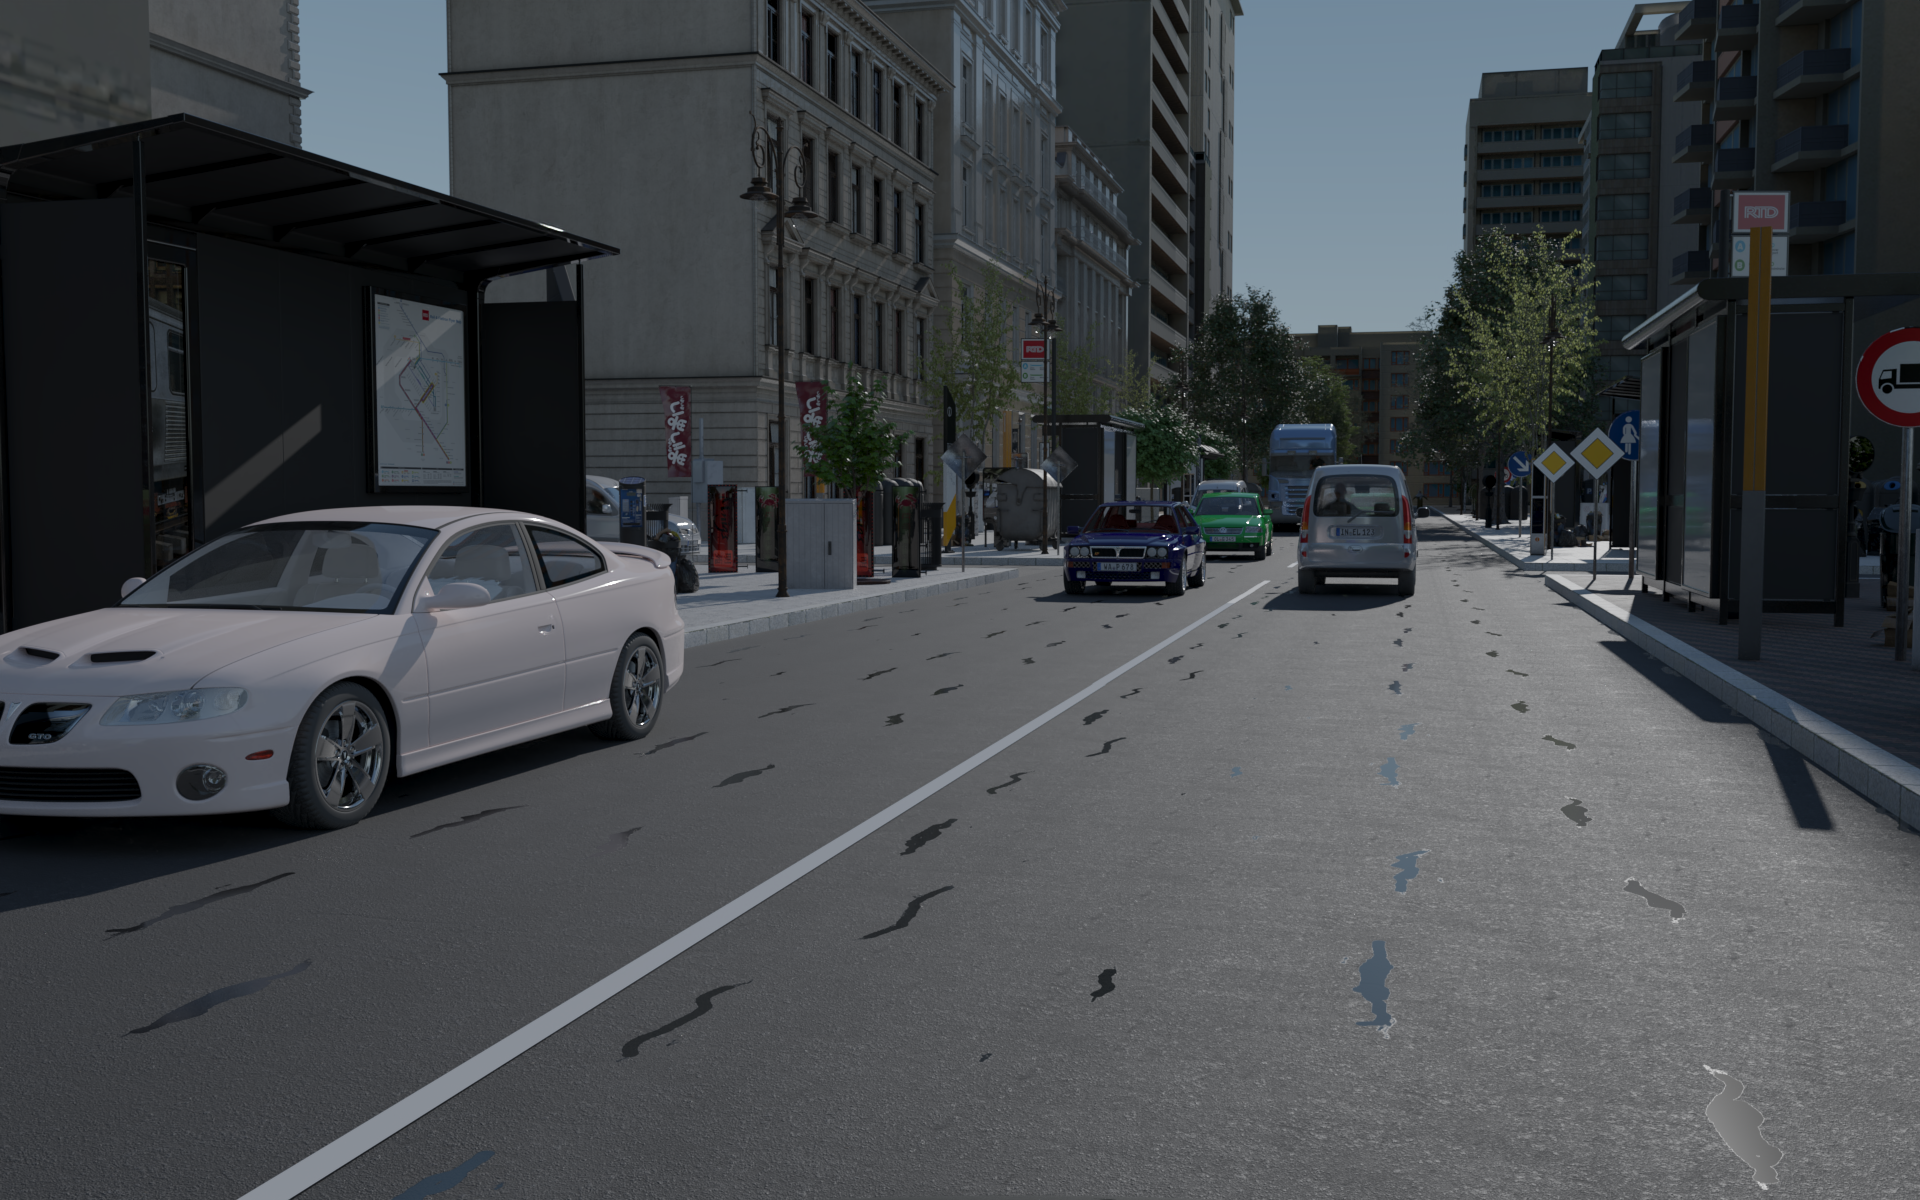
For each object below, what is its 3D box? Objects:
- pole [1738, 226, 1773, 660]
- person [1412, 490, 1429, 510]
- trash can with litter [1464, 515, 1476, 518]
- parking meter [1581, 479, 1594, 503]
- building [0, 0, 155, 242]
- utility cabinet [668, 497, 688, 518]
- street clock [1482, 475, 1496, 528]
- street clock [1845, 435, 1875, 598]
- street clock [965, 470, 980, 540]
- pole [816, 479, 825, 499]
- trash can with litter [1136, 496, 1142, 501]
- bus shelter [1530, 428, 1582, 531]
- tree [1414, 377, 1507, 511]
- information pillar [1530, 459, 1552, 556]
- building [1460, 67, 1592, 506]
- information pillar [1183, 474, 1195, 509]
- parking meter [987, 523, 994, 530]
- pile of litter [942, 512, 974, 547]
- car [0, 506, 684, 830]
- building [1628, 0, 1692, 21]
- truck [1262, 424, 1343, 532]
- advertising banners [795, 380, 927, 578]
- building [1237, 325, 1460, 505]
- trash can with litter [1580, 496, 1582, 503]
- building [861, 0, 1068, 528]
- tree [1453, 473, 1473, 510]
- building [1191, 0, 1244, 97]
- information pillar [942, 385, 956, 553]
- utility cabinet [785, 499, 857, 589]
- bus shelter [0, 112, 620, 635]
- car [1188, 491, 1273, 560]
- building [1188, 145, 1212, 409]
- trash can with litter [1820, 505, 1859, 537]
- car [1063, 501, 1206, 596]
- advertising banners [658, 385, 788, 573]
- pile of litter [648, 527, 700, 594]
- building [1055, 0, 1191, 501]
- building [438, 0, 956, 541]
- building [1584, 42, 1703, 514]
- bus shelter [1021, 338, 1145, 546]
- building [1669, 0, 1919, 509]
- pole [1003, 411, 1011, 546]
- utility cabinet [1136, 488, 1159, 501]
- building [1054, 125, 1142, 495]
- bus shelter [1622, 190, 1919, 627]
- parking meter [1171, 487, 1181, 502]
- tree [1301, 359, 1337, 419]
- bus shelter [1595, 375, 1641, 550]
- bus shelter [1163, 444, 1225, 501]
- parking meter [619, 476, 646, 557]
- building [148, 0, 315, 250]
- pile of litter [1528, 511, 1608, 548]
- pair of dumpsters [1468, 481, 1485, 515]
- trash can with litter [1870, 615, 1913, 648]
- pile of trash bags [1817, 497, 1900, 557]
[{"bbox_3d":[6.131,-1.193,13.349,0.158,3.312,0.155,0,3,0],"label":"pole"},{"bbox_3d":[33.453,-7.133,125.855,1.217,1.736,0.721,0,4,-4],"label":"person"},{"bbox_3d":[28.302,-5.037,93.413,1.678,1.210,2.233,-3,4,-38],"label":"trash can with litter"},{"bbox_3d":[23.970,-3.700,66.212,0.399,1.863,0.255,-1,4,-9],"label":"parking meter"},{"bbox_3d":[-23.392,-23.863,13.859,21.600,48.544,21.300,1,4,14],"label":"building"},{"bbox_3d":[-6.941,-1.926,42.650,0.306,1.237,1.020,0,4,2],"label":"utility cabinet"},{"bbox_3d":[19.994,-3.725,65.476,0.471,2.002,0.358,-1,4,-15],"label":"street clock"},{"bbox_3d":[11.022,-1.032,21.441,0.471,2.002,0.358,-1,4,-12],"label":"street clock"},{"bbox_3d":[0.302,-2.708,48.853,0.471,2.002,0.358,2,4,32],"label":"street clock"},{"bbox_3d":[-3.207,-2.812,39.814,0.158,3.312,0.155,0,3,0],"label":"pole"},{"bbox_3d":[7.205,-3.793,73.072,1.678,1.210,2.233,1,4,11],"label":"trash can with litter"},{"bbox_3d":[21.726,-4.430,63.713,1.731,3.624,6.357,1,4,14],"label":"bus shelter"},{"bbox_3d":[39.579,-12.812,135.234,9.928,11.665,9.643,0,3,0],"label":"tree"},{"bbox_3d":[12.107,-1.939,36.201,0.304,2.012,0.304,2,4,28],"label":"information pillar"},{"bbox_3d":[69.291,-35.291,200.709,21.600,48.544,21.300,1,4,14],"label":"building"},{"bbox_3d":[8.242,-3.542,62.396,0.304,2.012,0.304,2,4,34],"label":"information pillar"},{"bbox_3d":[1.133,-3.256,61.639,0.372,1.533,0.369,0,3,0],"label":"parking meter"},{"bbox_3d":[-0.190,-1.760,42.747,1.176,0.858,1.719,1,4,12],"label":"pile of litter"},{"bbox_3d":[-3.098,0.201,9.076,2.083,1.381,4.827,1,4,16],"label":"car"},{"bbox_3d":[62.247,-26.835,130.636,32.217,40.220,23.993,1,4,14],"label":"building"},{"bbox_3d":[14.569,-5.055,72.411,2.967,4.110,18.799,1,4,13],"label":"truck"},{"bbox_3d":[-1.533,-1.862,26.624,2.074,3.025,0.090,1,4,11],"label":"advertising banners"},{"bbox_3d":[45.954,-22.452,212.124,28.899,21.520,27.650,1,4,14],"label":"building"},{"bbox_3d":[35.742,-5.378,98.992,2.233,1.210,1.678,-1,4,-10],"label":"trash can with litter"},{"bbox_3d":[-3.825,-17.695,75.221,13.634,28.700,20.117,1,4,14],"label":"building"},{"bbox_3d":[41.565,-9.049,142.546,1.663,3.219,1.824,0,3,0],"label":"tree"},{"bbox_3d":[11.858,-35.299,166.380,27.495,52.752,28.713,1,4,14],"label":"building"},{"bbox_3d":[-0.230,-2.824,37.534,0.183,3.616,0.504,2,4,24],"label":"information pillar"},{"bbox_3d":[-1.929,-0.754,23.492,1.020,1.237,0.306,0,4,7],"label":"utility cabinet"},{"bbox_3d":[-4.849,-1.386,13.937,1.731,3.624,6.357,1,4,14],"label":"bus shelter"},{"bbox_3d":[6.112,-1.859,39.190,1.959,1.807,4.718,1,4,13],"label":"car"},{"bbox_3d":[12.686,-22.629,141.691,14.160,30.474,14.107,1,4,14],"label":"building"},{"bbox_3d":[12.516,-0.826,24.890,0.624,1.170,1.055,1,4,19],"label":"trash can with litter"},{"bbox_3d":[2.648,-0.810,25.822,1.945,1.354,3.894,1,4,14],"label":"car"},{"bbox_3d":[-3.832,-1.954,28.139,2.074,3.025,0.090,-1,4,-12],"label":"advertising banners"},{"bbox_3d":[-4.024,-0.505,22.225,1.176,0.858,1.719,3,4,36],"label":"pile of litter"},{"bbox_3d":[4.584,-30.640,124.673,21.300,48.544,21.600,1,4,14],"label":"building"},{"bbox_3d":[-7.672,-11.717,56.196,10.561,19.102,19.286,1,4,14],"label":"building"},{"bbox_3d":[48.744,-20.968,114.527,14.160,30.474,14.107,1,4,14],"label":"building"},{"bbox_3d":[3.287,-4.246,47.055,2.179,5.291,8.768,1,4,15],"label":"bus shelter"},{"bbox_3d":[44.725,-25.876,77.693,22.147,44.769,28.867,1,4,14],"label":"building"},{"bbox_3d":[1.156,-2.974,42.474,0.158,3.312,0.155,0,3,0],"label":"pole"},{"bbox_3d":[6.574,-3.292,62.500,1.173,1.500,0.318,1,4,23],"label":"utility cabinet"},{"bbox_3d":[1.831,-15.650,97.673,13.314,21.916,24.055,1,4,14],"label":"building"},{"bbox_3d":[9.268,-2.638,20.759,2.179,5.291,8.768,1,4,14],"label":"bus shelter"},{"bbox_3d":[7.940,-3.372,63.538,0.372,1.533,0.369,0,3,0],"label":"parking meter"},{"bbox_3d":[32.213,-14.893,153.868,12.009,13.543,11.850,0,3,0],"label":"tree"},{"bbox_3d":[14.761,-2.796,37.004,1.731,3.624,6.357,1,4,15],"label":"bus shelter"},{"bbox_3d":[9.097,-4.534,68.049,2.014,3.302,5.546,1,4,14],"label":"bus shelter"},{"bbox_3d":[-4.608,-0.977,24.393,0.372,1.533,0.369,0,3,0],"label":"parking meter"},{"bbox_3d":[-33.084,-14.010,57.945,19.941,23.489,11.050,1,4,14],"label":"building"},{"bbox_3d":[14.687,-1.732,42.280,1.176,0.858,1.719,-1,4,-19],"label":"pile of litter"},{"bbox_3d":[31.424,-6.208,103.996,1.574,2.255,4.437,1,4,14],"label":"pair of dumpsters"},{"bbox_3d":[8.146,-0.180,14.327,1.055,1.170,0.624,3,5,39],"label":"trash can with litter"},{"bbox_3d":[19.295,-1.570,35.426,3.447,1.369,1.912,2,4,24],"label":"pile of trash bags"}]
